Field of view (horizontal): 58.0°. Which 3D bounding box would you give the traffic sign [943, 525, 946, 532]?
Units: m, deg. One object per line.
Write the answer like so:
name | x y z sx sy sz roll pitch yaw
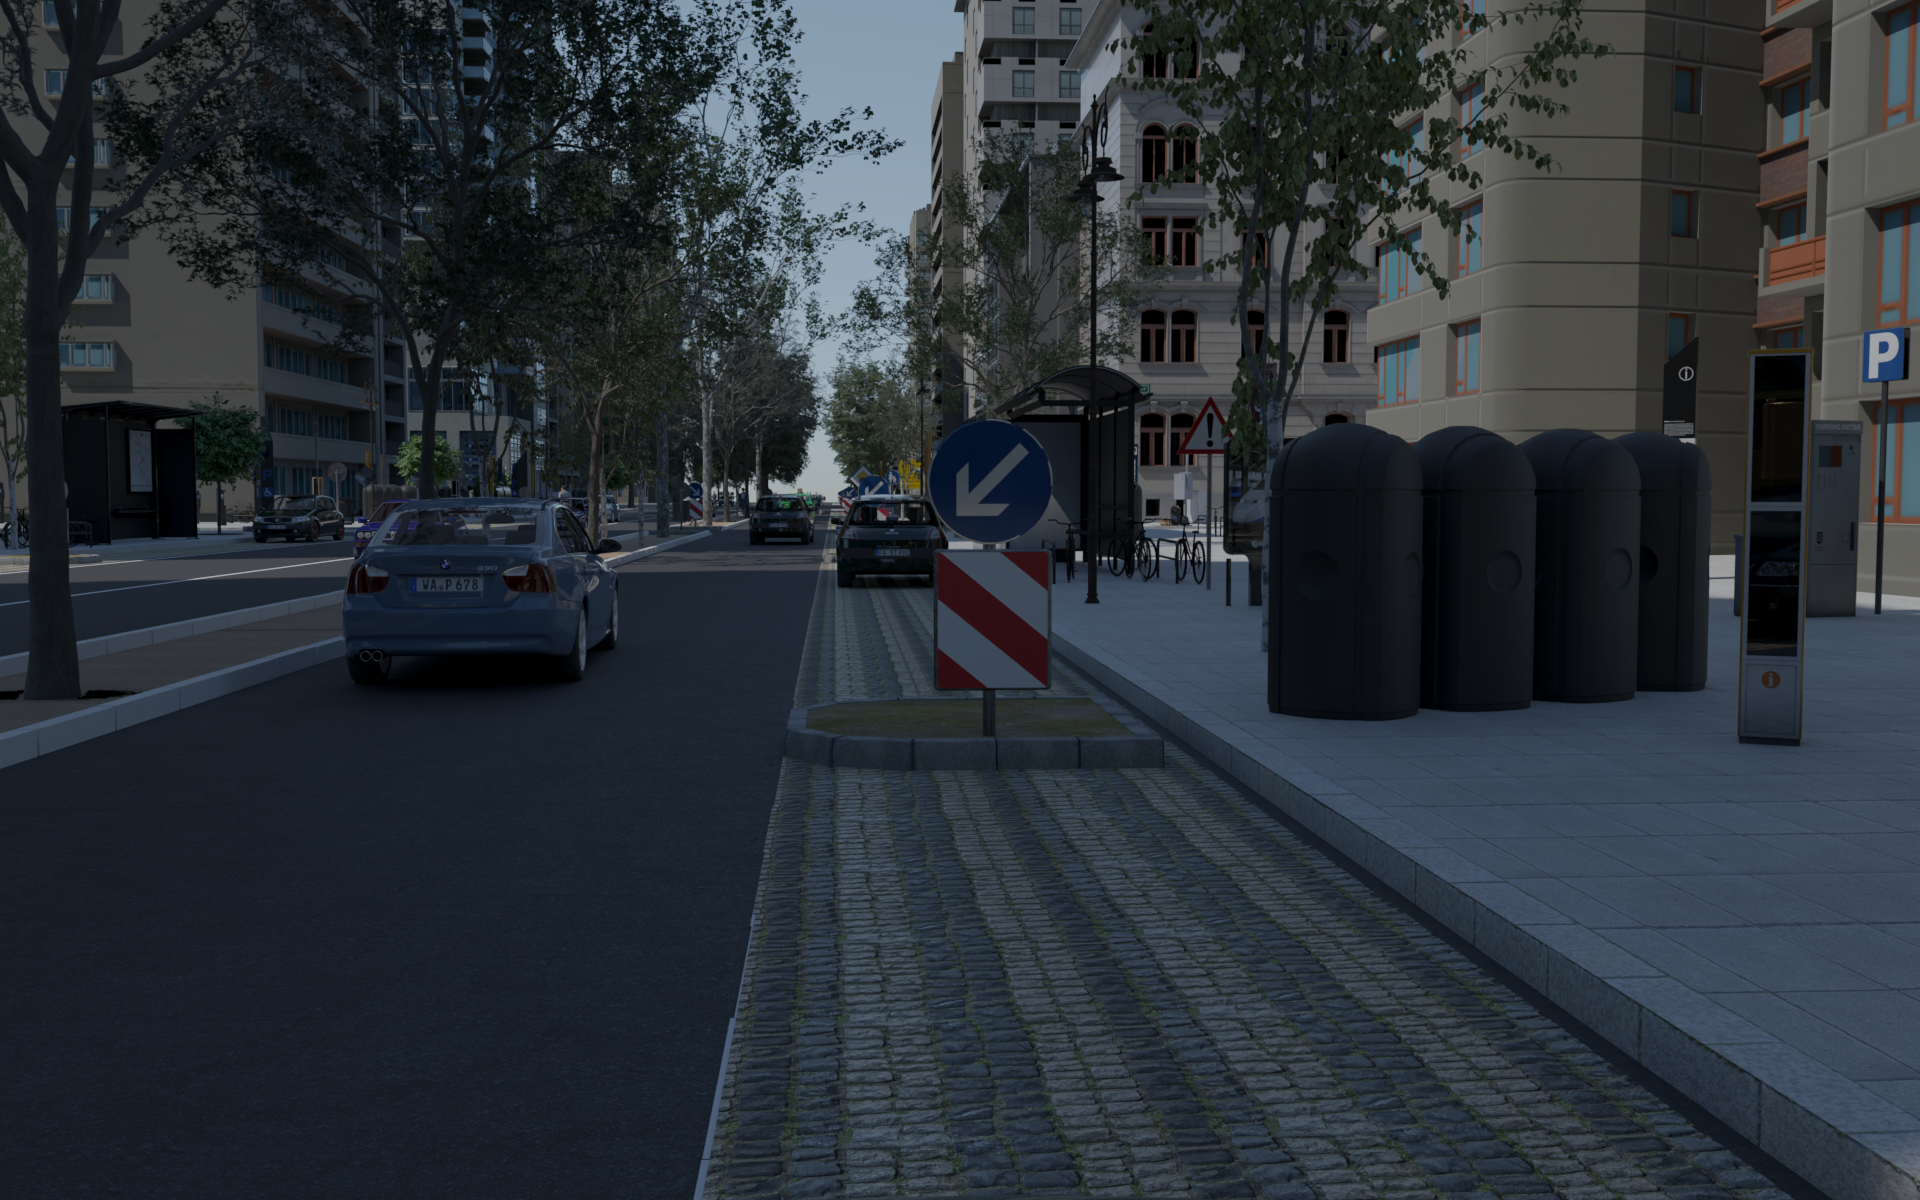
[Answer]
traffic sign | -0.466 -3.199 52.409 0.768 2.556 0.104 0 4 1

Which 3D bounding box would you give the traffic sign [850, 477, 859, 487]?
traffic sign | -4.007 -4.019 69.354 0.795 2.450 0.064 0 4 -4

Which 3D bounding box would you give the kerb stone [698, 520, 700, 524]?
kerb stone | -12.376 -3.587 80.908 0.120 0.150 1.000 0 4 -4

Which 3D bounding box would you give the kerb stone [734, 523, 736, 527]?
kerb stone | -9.763 -3.160 73.853 0.120 0.150 1.000 0 4 -4

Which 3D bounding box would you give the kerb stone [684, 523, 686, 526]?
kerb stone | -11.859 -3.147 73.755 0.120 0.150 1.000 0 4 -4

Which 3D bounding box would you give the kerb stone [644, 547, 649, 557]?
kerb stone | -7.288 -1.066 39.620 0.120 0.150 1.000 0 4 -4

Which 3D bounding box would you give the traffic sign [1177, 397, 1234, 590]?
traffic sign | 3.340 -1.419 23.211 0.884 2.594 0.081 0 4 1

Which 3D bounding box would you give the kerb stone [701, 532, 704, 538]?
kerb stone | -8.468 -2.061 55.961 0.120 0.150 1.000 0 4 -4

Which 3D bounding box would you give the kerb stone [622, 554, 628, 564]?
kerb stone | -6.984 -0.816 35.540 0.120 0.150 1.000 0 4 -4

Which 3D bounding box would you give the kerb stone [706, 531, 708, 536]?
kerb stone | -8.622 -2.190 58.000 0.120 0.150 1.000 0 4 -4

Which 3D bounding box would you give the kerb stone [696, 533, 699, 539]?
kerb stone | -8.314 -1.940 53.922 0.120 0.150 1.000 0 4 -4

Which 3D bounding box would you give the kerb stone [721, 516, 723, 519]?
kerb stone | -13.567 -4.590 97.255 0.120 0.150 1.000 0 4 -4

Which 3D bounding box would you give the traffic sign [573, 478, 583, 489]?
traffic sign | -29.765 -8.246 134.933 0.768 2.556 0.104 0 4 -2

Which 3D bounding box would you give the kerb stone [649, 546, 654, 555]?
kerb stone | -7.356 -1.128 40.640 0.120 0.150 1.000 0 4 -4

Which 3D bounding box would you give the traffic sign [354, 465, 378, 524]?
traffic sign | -20.631 -3.457 60.168 0.795 2.450 0.064 0 4 -4

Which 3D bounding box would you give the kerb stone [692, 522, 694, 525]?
kerb stone | -12.153 -3.403 77.846 0.120 0.150 1.000 0 4 -4

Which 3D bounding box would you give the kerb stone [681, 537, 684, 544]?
kerb stone | -7.953 -1.629 48.821 0.120 0.150 1.000 0 4 -4

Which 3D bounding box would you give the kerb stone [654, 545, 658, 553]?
kerb stone | -7.429 -1.190 41.660 0.120 0.150 1.000 0 4 -4

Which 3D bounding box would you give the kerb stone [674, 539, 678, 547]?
kerb stone | -7.804 -1.503 46.777 0.120 0.150 1.000 0 4 -4

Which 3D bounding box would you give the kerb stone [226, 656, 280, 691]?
kerb stone | -5.360 0.561 13.037 0.120 0.150 1.000 0 4 -4

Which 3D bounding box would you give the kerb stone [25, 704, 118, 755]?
kerb stone | -5.136 0.750 9.976 0.120 0.150 1.000 0 4 -4

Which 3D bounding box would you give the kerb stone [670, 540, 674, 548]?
kerb stone | -7.729 -1.441 45.757 0.120 0.150 1.000 0 4 -4

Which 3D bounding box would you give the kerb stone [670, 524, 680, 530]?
kerb stone | -11.638 -2.966 70.683 0.120 0.150 1.000 0 4 -4

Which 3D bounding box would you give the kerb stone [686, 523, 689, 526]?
kerb stone | -11.933 -3.211 74.775 0.120 0.150 1.000 0 4 -4

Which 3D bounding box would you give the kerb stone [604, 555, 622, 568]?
kerb stone | -6.920 -0.754 34.519 0.120 0.150 1.000 0 4 -4

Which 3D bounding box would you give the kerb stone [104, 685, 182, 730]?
kerb stone | -5.209 0.685 10.995 0.120 0.150 1.000 0 4 -4

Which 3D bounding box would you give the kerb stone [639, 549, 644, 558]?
kerb stone | -7.207 -1.003 38.601 0.120 0.150 1.000 0 4 -4

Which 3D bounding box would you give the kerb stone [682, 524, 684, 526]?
kerb stone | -11.789 -3.088 72.728 0.120 0.150 1.000 0 4 -4

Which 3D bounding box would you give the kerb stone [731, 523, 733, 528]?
kerb stone | -9.615 -3.035 71.815 0.120 0.150 1.000 0 4 -4

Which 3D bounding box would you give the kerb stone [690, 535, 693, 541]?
kerb stone | -8.173 -1.816 51.880 0.120 0.150 1.000 0 4 -4

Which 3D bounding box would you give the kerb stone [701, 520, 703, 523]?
kerb stone | -12.676 -3.837 84.995 0.120 0.150 1.000 0 4 -4

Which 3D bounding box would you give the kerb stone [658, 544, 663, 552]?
kerb stone | -7.501 -1.251 42.686 0.120 0.150 1.000 0 4 -4

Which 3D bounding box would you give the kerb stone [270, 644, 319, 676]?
kerb stone | -5.442 0.497 14.069 0.120 0.150 1.000 0 4 -4

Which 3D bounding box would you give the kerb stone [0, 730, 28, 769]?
kerb stone | -5.060 0.812 8.948 0.120 0.150 1.000 0 4 -4

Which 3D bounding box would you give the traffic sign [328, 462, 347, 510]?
traffic sign | -25.094 -4.263 69.811 0.768 2.556 0.104 0 4 -2

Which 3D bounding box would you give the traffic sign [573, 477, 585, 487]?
traffic sign | -29.151 -8.105 132.524 0.884 2.594 0.081 0 4 -1

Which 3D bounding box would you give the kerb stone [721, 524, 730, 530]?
kerb stone | -9.470 -2.903 69.776 0.120 0.150 1.000 0 4 -4

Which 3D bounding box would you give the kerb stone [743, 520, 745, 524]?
kerb stone | -10.278 -3.593 81.016 0.120 0.150 1.000 0 4 -4

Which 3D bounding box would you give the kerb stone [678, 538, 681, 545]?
kerb stone | -7.873 -1.565 47.801 0.120 0.150 1.000 0 4 -4

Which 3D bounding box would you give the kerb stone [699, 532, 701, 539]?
kerb stone | -8.398 -1.995 54.941 0.120 0.150 1.000 0 4 -4

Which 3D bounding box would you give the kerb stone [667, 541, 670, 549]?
kerb stone | -7.655 -1.378 44.729 0.120 0.150 1.000 0 4 -4

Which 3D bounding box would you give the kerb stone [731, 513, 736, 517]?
kerb stone | -14.668 -5.526 112.576 0.120 0.150 1.000 0 4 -4

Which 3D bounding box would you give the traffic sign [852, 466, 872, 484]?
traffic sign | -3.430 -3.532 61.389 0.795 2.450 0.064 0 4 -4

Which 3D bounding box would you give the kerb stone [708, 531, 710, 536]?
kerb stone | -8.687 -2.252 59.020 0.120 0.150 1.000 0 4 -4

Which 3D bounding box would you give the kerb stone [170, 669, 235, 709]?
kerb stone | -5.284 0.622 12.018 0.120 0.150 1.000 0 4 -4

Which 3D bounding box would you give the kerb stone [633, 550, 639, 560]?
kerb stone | -7.139 -0.940 37.580 0.120 0.150 1.000 0 4 -4

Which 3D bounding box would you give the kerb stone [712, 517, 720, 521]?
kerb stone | -13.414 -4.466 95.207 0.120 0.150 1.000 0 4 -4

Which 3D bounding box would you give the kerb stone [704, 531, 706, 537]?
kerb stone | -8.539 -2.128 56.981 0.120 0.150 1.000 0 4 -4

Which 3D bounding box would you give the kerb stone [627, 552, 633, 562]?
kerb stone | -7.067 -0.879 36.560 0.120 0.150 1.000 0 4 -4

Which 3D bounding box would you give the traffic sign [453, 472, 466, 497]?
traffic sign | -26.732 -5.645 92.404 0.768 2.556 0.104 0 4 -2

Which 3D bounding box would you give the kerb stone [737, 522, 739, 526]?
kerb stone | -9.906 -3.283 75.904 0.120 0.150 1.000 0 4 -4

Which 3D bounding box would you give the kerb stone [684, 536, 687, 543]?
kerb stone | -8.031 -1.691 49.841 0.120 0.150 1.000 0 4 -4

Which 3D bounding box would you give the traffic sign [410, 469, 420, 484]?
traffic sign | -21.208 -3.944 68.133 0.795 2.450 0.064 0 4 -4

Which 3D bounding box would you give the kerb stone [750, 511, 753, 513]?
kerb stone | -16.675 -7.216 140.179 0.120 0.150 1.000 0 4 -4

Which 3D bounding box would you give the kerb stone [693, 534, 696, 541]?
kerb stone | -8.243 -1.878 52.902 0.120 0.150 1.000 0 4 -4

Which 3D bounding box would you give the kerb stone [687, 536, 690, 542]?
kerb stone | -8.101 -1.752 50.861 0.120 0.150 1.000 0 4 -4

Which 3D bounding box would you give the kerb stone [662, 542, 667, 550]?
kerb stone | -7.578 -1.316 43.705 0.120 0.150 1.000 0 4 -4

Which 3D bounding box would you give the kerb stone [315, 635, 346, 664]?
kerb stone | -5.508 0.438 15.095 0.120 0.150 1.000 0 4 -4
